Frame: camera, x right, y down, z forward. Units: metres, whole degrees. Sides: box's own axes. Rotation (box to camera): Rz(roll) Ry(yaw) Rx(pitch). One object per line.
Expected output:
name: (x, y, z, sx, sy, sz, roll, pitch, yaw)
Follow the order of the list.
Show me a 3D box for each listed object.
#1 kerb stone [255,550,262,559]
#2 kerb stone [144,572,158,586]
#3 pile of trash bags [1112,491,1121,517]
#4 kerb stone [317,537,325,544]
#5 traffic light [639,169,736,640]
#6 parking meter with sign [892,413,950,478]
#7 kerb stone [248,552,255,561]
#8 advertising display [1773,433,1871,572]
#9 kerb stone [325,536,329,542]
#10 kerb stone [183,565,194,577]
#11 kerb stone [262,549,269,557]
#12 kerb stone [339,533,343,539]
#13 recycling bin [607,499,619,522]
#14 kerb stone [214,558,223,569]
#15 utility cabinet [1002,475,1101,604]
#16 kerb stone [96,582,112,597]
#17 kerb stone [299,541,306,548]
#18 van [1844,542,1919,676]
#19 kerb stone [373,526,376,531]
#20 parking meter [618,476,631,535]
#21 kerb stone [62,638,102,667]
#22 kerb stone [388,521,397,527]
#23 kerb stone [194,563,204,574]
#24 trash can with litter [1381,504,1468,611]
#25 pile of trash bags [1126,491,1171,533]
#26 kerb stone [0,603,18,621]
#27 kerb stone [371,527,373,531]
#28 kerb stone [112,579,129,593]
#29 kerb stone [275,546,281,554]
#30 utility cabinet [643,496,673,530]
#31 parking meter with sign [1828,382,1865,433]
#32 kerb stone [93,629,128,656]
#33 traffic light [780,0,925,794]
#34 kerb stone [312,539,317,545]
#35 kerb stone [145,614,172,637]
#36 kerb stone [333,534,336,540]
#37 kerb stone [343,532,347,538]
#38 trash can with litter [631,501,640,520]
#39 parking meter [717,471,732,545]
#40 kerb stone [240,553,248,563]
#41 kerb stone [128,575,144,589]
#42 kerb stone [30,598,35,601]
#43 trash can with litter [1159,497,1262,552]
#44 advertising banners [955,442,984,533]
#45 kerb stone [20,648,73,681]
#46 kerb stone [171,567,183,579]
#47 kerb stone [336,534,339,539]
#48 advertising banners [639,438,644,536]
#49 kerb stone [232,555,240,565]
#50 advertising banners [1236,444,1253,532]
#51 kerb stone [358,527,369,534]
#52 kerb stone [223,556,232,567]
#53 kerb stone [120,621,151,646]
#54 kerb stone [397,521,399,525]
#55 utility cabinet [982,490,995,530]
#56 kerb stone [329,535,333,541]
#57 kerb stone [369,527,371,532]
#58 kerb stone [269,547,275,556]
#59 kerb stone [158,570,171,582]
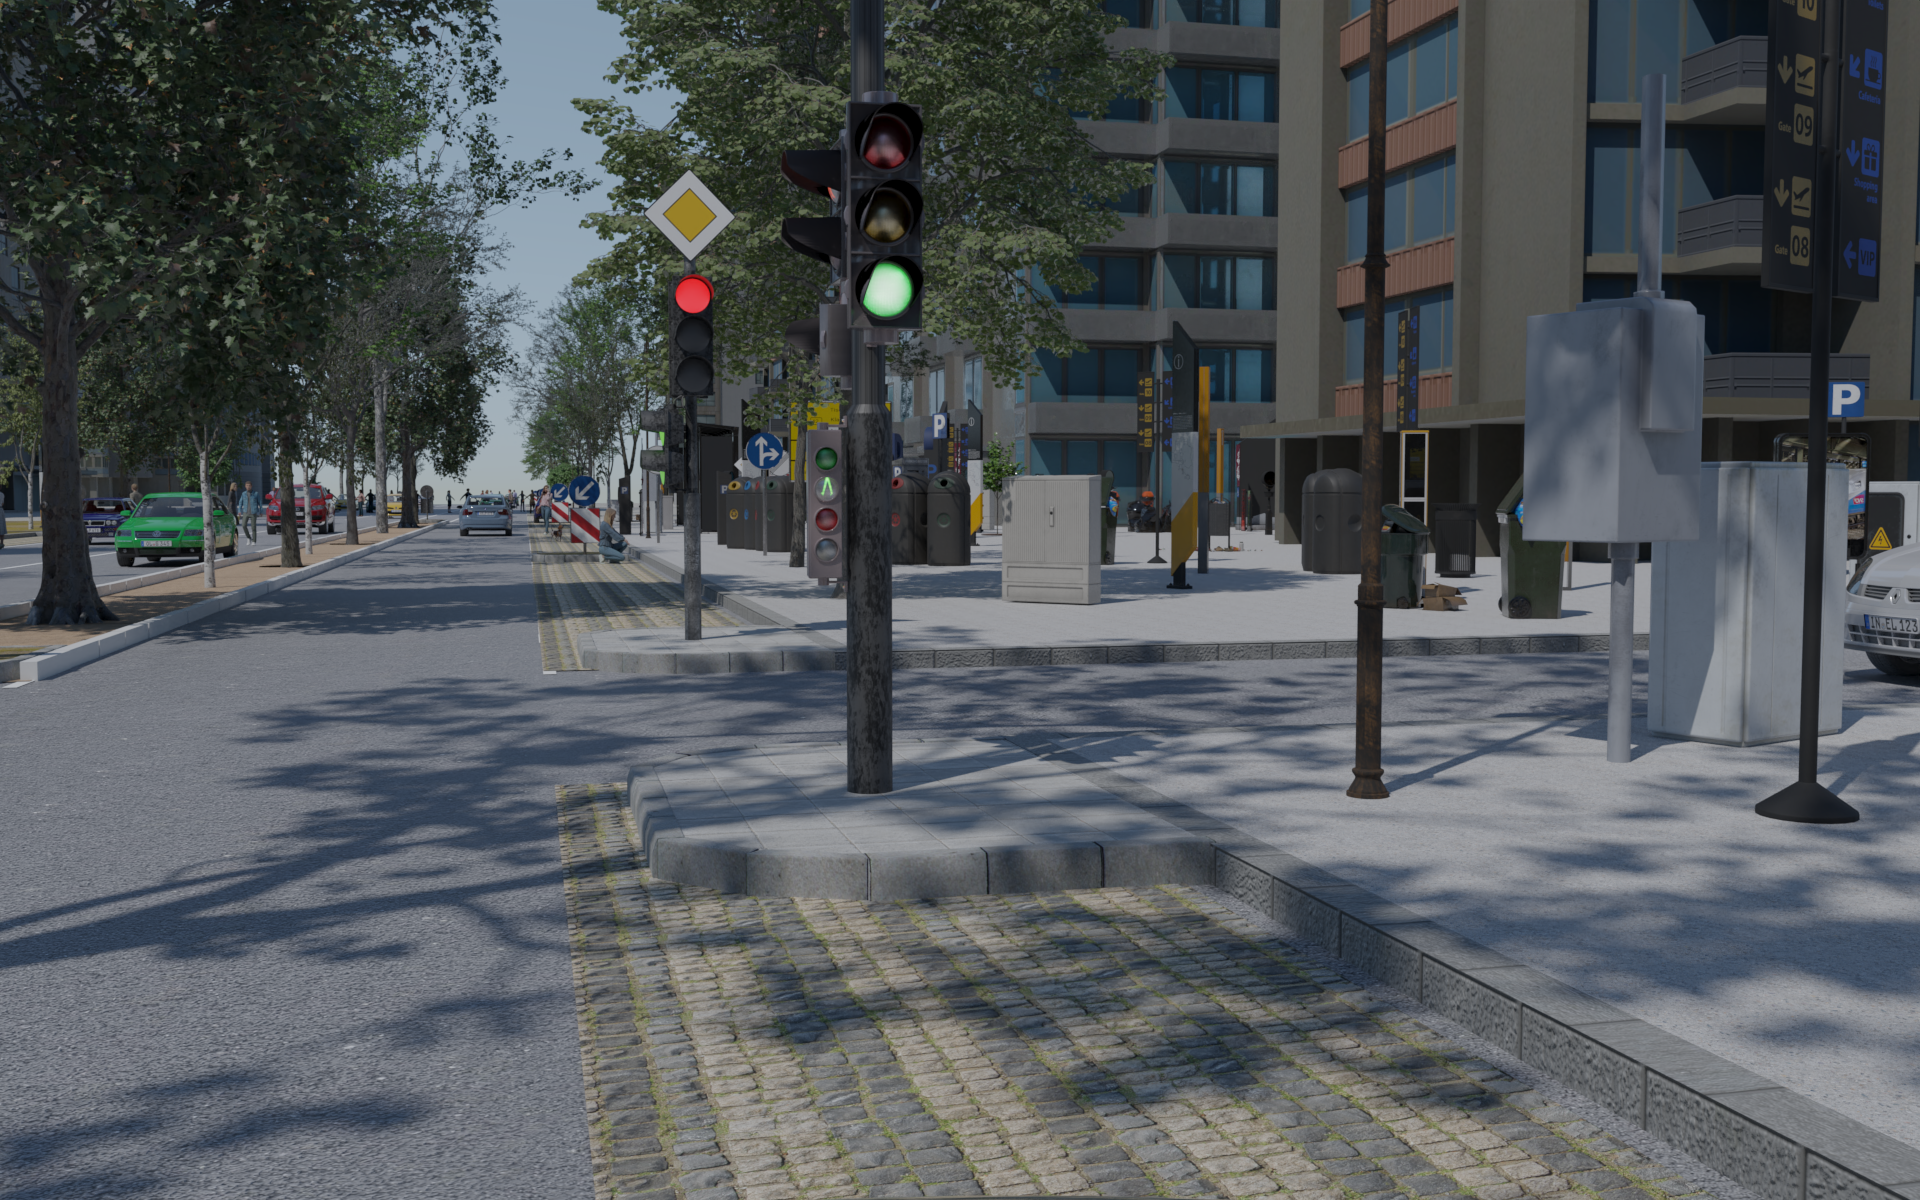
kerb stone: (-15.534, -0.963, 38.058, 0.120, 0.150, 1.000, -1, 4, -14)
kerb stone: (-12.770, -0.302, 27.129, 0.120, 0.150, 1.000, -1, 4, -14)
pile of trash bags: (3.573, -2.898, 57.140, 3.447, 1.369, 1.912, 0, 4, 6)
kerb stone: (-18.521, -1.697, 49.996, 0.120, 0.150, 1.000, -1, 4, -14)
traffic light: (-2.368, -1.604, 15.140, 0.839, 4.253, 0.868, -1, 4, -14)
parking meter with sign: (-1.077, -2.486, 36.900, 1.738, 3.016, 0.543, -3, 4, -36)
kerb stone: (-15.277, -0.909, 37.069, 0.120, 0.150, 1.000, -1, 4, -14)
advertising display: (9.123, -0.805, 18.378, 0.974, 1.923, 0.123, 0, 4, 0)
kerb stone: (-18.778, -1.758, 50.985, 0.120, 0.150, 1.000, -1, 4, -14)
kerb stone: (-13.520, -0.484, 30.117, 0.120, 0.150, 1.000, -1, 4, -14)
kerb stone: (-15.779, -1.027, 39.052, 0.120, 0.150, 1.000, -1, 4, -14)
kerb stone: (-19.783, -2.005, 54.976, 0.120, 0.150, 1.000, -1, 4, -14)
recycling bin: (-16.138, -4.205, 81.301, 0.722, 1.027, 0.722, 0, 4, 5)
kerb stone: (-14.276, -0.667, 33.095, 0.120, 0.150, 1.000, -1, 4, -14)
utility cabinet: (1.059, -0.709, 20.274, 1.173, 1.500, 0.318, 2, 4, 33)
kerb stone: (-12.027, -0.118, 24.131, 0.120, 0.150, 1.000, -1, 4, -14)
kerb stone: (-17.785, -1.518, 47.016, 0.120, 0.150, 1.000, -1, 4, -14)
van: (8.883, -0.383, 13.270, 4.112, 2.044, 2.013, -1, 4, -13)
kerb stone: (-22.780, -2.732, 66.916, 0.120, 0.150, 1.000, -1, 4, -14)
parking meter: (-10.601, -2.997, 54.713, 0.399, 1.863, 0.255, 0, 4, -6)
kerb stone: (-7.501, 0.458, 14.715, 0.120, 0.150, 1.000, -1, 4, -14)
kerb stone: (-25.533, -3.404, 77.860, 0.120, 0.150, 1.000, -1, 4, -14)
kerb stone: (-13.780, -0.545, 31.109, 0.120, 0.150, 1.000, -1, 4, -14)
trash can with litter: (5.165, -0.487, 19.344, 0.624, 1.170, 1.055, -3, 5, -44)
pile of trash bags: (6.584, -2.999, 58.792, 1.912, 1.369, 3.447, 0, 4, -4)
kerb stone: (-11.025, 0.130, 20.152, 0.120, 0.150, 1.000, -1, 4, -14)
kerb stone: (-22.528, -2.674, 65.921, 0.120, 0.150, 1.000, -1, 4, -14)
kerb stone: (-12.280, -0.176, 25.138, 0.120, 0.150, 1.000, -1, 4, -14)
kerb stone: (-16.274, -1.150, 41.048, 0.120, 0.150, 1.000, -1, 4, -14)
utility cabinet: (-10.851, -3.127, 62.291, 1.020, 1.237, 0.306, -1, 4, -22)
parking meter with sign: (13.943, -1.929, 27.807, 0.543, 3.016, 1.738, 1, 4, 13)
kerb stone: (-7.748, 0.399, 15.707, 0.120, 0.150, 1.000, -1, 4, -14)
traffic light: (-2.429, -1.962, 6.748, 4.771, 5.953, 1.251, -1, 4, -14)
kerb stone: (-18.028, -1.579, 48.012, 0.120, 0.150, 1.000, -1, 4, -14)
kerb stone: (-8.242, 0.276, 17.697, 0.120, 0.150, 1.000, -1, 4, -14)
kerb stone: (-19.275, -1.883, 52.977, 0.120, 0.150, 1.000, -1, 4, -14)
kerb stone: (-20.024, -2.067, 55.985, 0.120, 0.150, 1.000, -1, 4, -14)
trash can with litter: (-16.052, -4.503, 85.006, 1.055, 1.170, 0.624, 0, 4, -5)
parking meter: (-5.920, -2.321, 43.661, 0.399, 1.863, 0.255, -1, 4, -11)
kerb stone: (-15.028, -0.849, 36.074, 0.120, 0.150, 1.000, -1, 4, -14)
kerb stone: (-12.526, -0.241, 26.134, 0.120, 0.150, 1.000, -1, 4, -14)
kerb stone: (-11.273, 0.064, 21.149, 0.120, 0.150, 1.000, -1, 4, -14)
trash can with litter: (5.570, -1.717, 39.131, 2.233, 1.210, 1.678, 3, 4, 38)
advertising banners: (0.274, -3.775, 57.914, 0.090, 3.025, 2.074, -2, 4, -27)
kerb stone: (-7.242, 0.518, 13.727, 0.120, 0.150, 1.000, -1, 4, -14)
kerb stone: (-13.276, -0.422, 29.120, 0.120, 0.150, 1.000, -1, 4, -14)
kerb stone: (-19.537, -1.944, 53.978, 0.120, 0.150, 1.000, -1, 4, -14)
advertising banners: (-9.815, -3.497, 53.370, 0.090, 3.025, 2.074, 0, 4, -8)
kerb stone: (-14.778, -0.783, 35.084, 0.120, 0.150, 1.000, -1, 4, -14)
advertising banners: (9.805, -3.890, 59.792, 0.090, 3.025, 2.074, 0, 4, -6)
kerb stone: (-22.029, -2.552, 63.935, 0.120, 0.150, 1.000, -1, 4, -14)
kerb stone: (-14.530, -0.727, 34.087, 0.120, 0.150, 1.000, -1, 4, -14)
kerb stone: (-8.000, 0.336, 16.702, 0.120, 0.150, 1.000, -1, 4, -14)
kerb stone: (-25.777, -3.465, 78.855, 0.120, 0.150, 1.000, -1, 4, -14)
utility cabinet: (0.690, -3.268, 62.108, 1.173, 1.500, 0.318, 3, 4, 38)
kerb stone: (-19.020, -1.818, 51.985, 0.120, 0.150, 1.000, -1, 4, -14)
kerb stone: (-22.281, -2.614, 64.929, 0.120, 0.150, 1.000, -1, 4, -14)
kerb stone: (-16.027, -1.090, 40.056, 0.120, 0.150, 1.000, -1, 4, -14)
kerb stone: (-13.028, -0.363, 28.127, 0.120, 0.150, 1.000, -1, 4, -14)
